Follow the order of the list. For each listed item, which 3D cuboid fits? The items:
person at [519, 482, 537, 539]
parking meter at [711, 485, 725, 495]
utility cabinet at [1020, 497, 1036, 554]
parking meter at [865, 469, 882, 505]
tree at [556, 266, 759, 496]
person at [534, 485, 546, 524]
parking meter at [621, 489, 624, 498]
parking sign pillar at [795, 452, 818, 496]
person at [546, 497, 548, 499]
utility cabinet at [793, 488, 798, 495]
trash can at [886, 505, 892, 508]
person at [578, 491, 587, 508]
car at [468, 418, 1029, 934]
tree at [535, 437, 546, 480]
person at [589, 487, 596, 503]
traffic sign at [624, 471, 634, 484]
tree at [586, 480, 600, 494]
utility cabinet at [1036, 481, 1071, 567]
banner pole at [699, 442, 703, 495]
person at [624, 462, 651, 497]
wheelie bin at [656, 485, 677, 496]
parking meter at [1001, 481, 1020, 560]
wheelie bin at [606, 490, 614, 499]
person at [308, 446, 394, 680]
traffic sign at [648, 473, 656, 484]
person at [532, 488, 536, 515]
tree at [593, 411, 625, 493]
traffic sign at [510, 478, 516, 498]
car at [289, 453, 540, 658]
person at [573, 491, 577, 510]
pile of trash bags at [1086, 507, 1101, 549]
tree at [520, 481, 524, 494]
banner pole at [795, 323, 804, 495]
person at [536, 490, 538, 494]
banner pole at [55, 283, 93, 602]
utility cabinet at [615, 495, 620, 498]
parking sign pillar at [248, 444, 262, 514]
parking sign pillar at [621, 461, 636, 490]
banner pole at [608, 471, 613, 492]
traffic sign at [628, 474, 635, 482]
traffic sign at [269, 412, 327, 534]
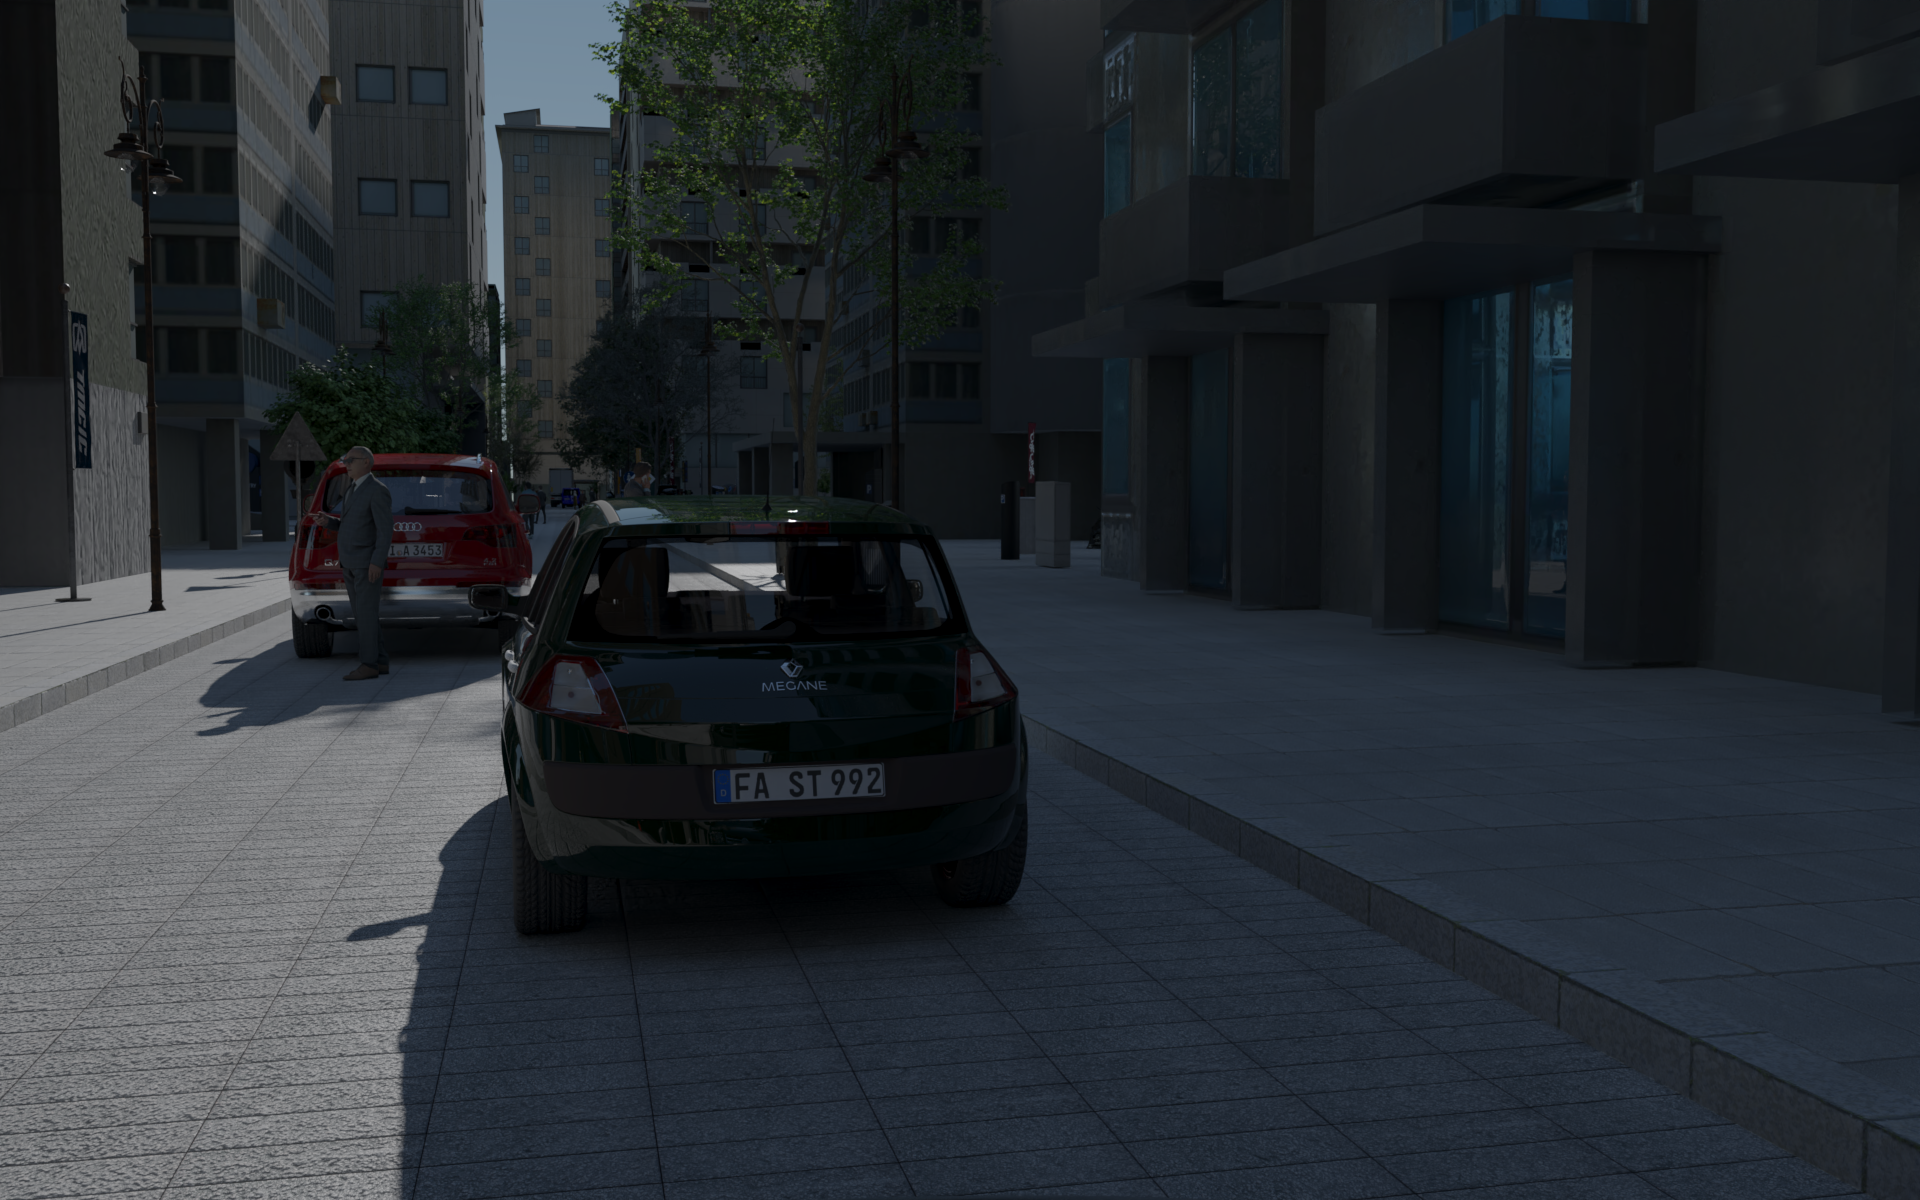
[{"bbox_3d":[-13.690,-2.846,55.047,0.620,1.820,0.660,3,4,39],"label":"person"},{"bbox_3d":[-6.792,-2.462,48.670,0.372,1.533,0.369,0,3,0],"label":"parking meter"},{"bbox_3d":[1.438,-1.586,37.100,1.020,1.237,0.306,-1,4,-13],"label":"utility cabinet"},{"bbox_3d":[-2.024,-2.125,40.462,0.255,1.863,0.399,-3,4,-36],"label":"parking meter"},{"bbox_3d":[-15.712,-10.990,90.054,12.009,13.543,11.850,0,3,0],"label":"tree"},{"bbox_3d":[-20.175,-4.580,83.166,0.755,1.850,0.659,2,4,34],"label":"person"},{"bbox_3d":[-18.128,-5.203,93.483,0.372,1.533,0.369,0,3,0],"label":"parking meter"},{"bbox_3d":[-8.839,-6.796,99.586,1.447,3.967,1.447,0,4,-1],"label":"parking sign pillar"},{"bbox_3d":[-39.832,-9.554,164.705,1.348,1.824,0.705,0,4,4],"label":"person"},{"bbox_3d":[-6.710,-3.625,67.949,1.173,1.500,0.318,-1,4,-17],"label":"utility cabinet"},{"bbox_3d":[-1.194,-0.661,22.469,0.748,1.137,0.748,0,3,0],"label":"trash can"},{"bbox_3d":[-34.926,-9.247,160.235,0.990,1.755,0.434,2,4,25],"label":"person"},{"bbox_3d":[-1.004,0.160,7.178,2.009,1.686,4.222,-1,4,-15],"label":"car"},{"bbox_3d":[-44.304,-13.677,173.974,4.360,8.622,3.978,0,3,0],"label":"tree"},{"bbox_3d":[-25.903,-6.999,122.299,0.648,1.900,0.474,2,4,27],"label":"person"},{"bbox_3d":[-18.330,-5.891,96.419,0.768,2.556,0.104,0,4,-6],"label":"traffic sign"},{"bbox_3d":[-44.549,-13.276,211.666,1.663,3.219,1.824,0,3,0],"label":"tree"},{"bbox_3d":[1.638,-1.327,30.372,0.318,1.500,1.173,-1,4,-13],"label":"utility cabinet"},{"bbox_3d":[-12.423,-5.692,83.080,0.401,3.779,0.863,-1,4,-18],"label":"banner pole"},{"bbox_3d":[-4.160,-0.871,22.555,0.447,1.846,0.655,-2,4,-25],"label":"person"},{"bbox_3d":[-9.813,-3.087,58.380,0.980,1.594,0.693,-2,4,-27],"label":"wheelie bin"},{"bbox_3d":[0.986,-1.558,33.892,0.372,1.533,0.369,0,3,0],"label":"parking meter"},{"bbox_3d":[-27.784,-7.936,137.656,0.693,1.594,0.980,-1,4,-16],"label":"wheelie bin"},{"bbox_3d":[-4.724,-0.295,13.507,0.661,1.801,0.590,3,5,43],"label":"person"},{"bbox_3d":[-12.479,-3.985,68.796,0.795,2.450,0.064,-1,4,-13],"label":"traffic sign"},{"bbox_3d":[-29.582,-6.816,120.041,0.679,1.850,0.850,2,4,26],"label":"person"},{"bbox_3d":[-30.778,-12.381,152.790,4.360,8.622,3.978,0,3,0],"label":"tree"},{"bbox_3d":[-35.458,-8.362,136.822,0.768,2.556,0.104,-1,4,-10],"label":"traffic sign"},{"bbox_3d":[-5.237,-0.500,16.845,2.281,1.827,5.304,-1,4,-15],"label":"car"},{"bbox_3d":[-34.879,-9.059,157.337,0.721,1.736,1.217,-1,4,-12],"label":"person"},{"bbox_3d":[4.419,-1.946,41.565,1.912,1.369,3.447,2,4,27],"label":"pile of trash bags"},{"bbox_3d":[-47.947,-11.669,185.393,1.663,3.219,1.824,0,3,0],"label":"tree"},{"bbox_3d":[-2.360,-2.183,25.704,0.401,3.779,0.863,0,4,-4],"label":"banner pole"},{"bbox_3d":[-39.052,-9.246,159.757,0.705,1.814,1.350,-3,4,-37],"label":"person"},{"bbox_3d":[-10.649,-1.888,20.893,0.401,3.779,0.863,0,4,-4],"label":"banner pole"},{"bbox_3d":[-27.735,-7.854,139.568,1.020,1.237,0.306,-3,4,-39],"label":"utility cabinet"},{"bbox_3d":[-32.963,-5.611,80.209,1.447,3.967,1.447,1,4,9],"label":"parking sign pillar"},{"bbox_3d":[-22.193,-7.851,116.832,1.447,3.967,1.447,1,4,19],"label":"parking sign pillar"},{"bbox_3d":[-29.320,-9.480,145.018,0.863,3.779,0.401,3,5,41],"label":"banner pole"},{"bbox_3d":[-14.260,-4.461,76.581,0.795,2.450,0.064,-1,4,-13],"label":"traffic sign"},{"bbox_3d":[-10.455,-1.674,27.376,0.884,2.594,0.081,0,4,-5],"label":"traffic sign"}]
